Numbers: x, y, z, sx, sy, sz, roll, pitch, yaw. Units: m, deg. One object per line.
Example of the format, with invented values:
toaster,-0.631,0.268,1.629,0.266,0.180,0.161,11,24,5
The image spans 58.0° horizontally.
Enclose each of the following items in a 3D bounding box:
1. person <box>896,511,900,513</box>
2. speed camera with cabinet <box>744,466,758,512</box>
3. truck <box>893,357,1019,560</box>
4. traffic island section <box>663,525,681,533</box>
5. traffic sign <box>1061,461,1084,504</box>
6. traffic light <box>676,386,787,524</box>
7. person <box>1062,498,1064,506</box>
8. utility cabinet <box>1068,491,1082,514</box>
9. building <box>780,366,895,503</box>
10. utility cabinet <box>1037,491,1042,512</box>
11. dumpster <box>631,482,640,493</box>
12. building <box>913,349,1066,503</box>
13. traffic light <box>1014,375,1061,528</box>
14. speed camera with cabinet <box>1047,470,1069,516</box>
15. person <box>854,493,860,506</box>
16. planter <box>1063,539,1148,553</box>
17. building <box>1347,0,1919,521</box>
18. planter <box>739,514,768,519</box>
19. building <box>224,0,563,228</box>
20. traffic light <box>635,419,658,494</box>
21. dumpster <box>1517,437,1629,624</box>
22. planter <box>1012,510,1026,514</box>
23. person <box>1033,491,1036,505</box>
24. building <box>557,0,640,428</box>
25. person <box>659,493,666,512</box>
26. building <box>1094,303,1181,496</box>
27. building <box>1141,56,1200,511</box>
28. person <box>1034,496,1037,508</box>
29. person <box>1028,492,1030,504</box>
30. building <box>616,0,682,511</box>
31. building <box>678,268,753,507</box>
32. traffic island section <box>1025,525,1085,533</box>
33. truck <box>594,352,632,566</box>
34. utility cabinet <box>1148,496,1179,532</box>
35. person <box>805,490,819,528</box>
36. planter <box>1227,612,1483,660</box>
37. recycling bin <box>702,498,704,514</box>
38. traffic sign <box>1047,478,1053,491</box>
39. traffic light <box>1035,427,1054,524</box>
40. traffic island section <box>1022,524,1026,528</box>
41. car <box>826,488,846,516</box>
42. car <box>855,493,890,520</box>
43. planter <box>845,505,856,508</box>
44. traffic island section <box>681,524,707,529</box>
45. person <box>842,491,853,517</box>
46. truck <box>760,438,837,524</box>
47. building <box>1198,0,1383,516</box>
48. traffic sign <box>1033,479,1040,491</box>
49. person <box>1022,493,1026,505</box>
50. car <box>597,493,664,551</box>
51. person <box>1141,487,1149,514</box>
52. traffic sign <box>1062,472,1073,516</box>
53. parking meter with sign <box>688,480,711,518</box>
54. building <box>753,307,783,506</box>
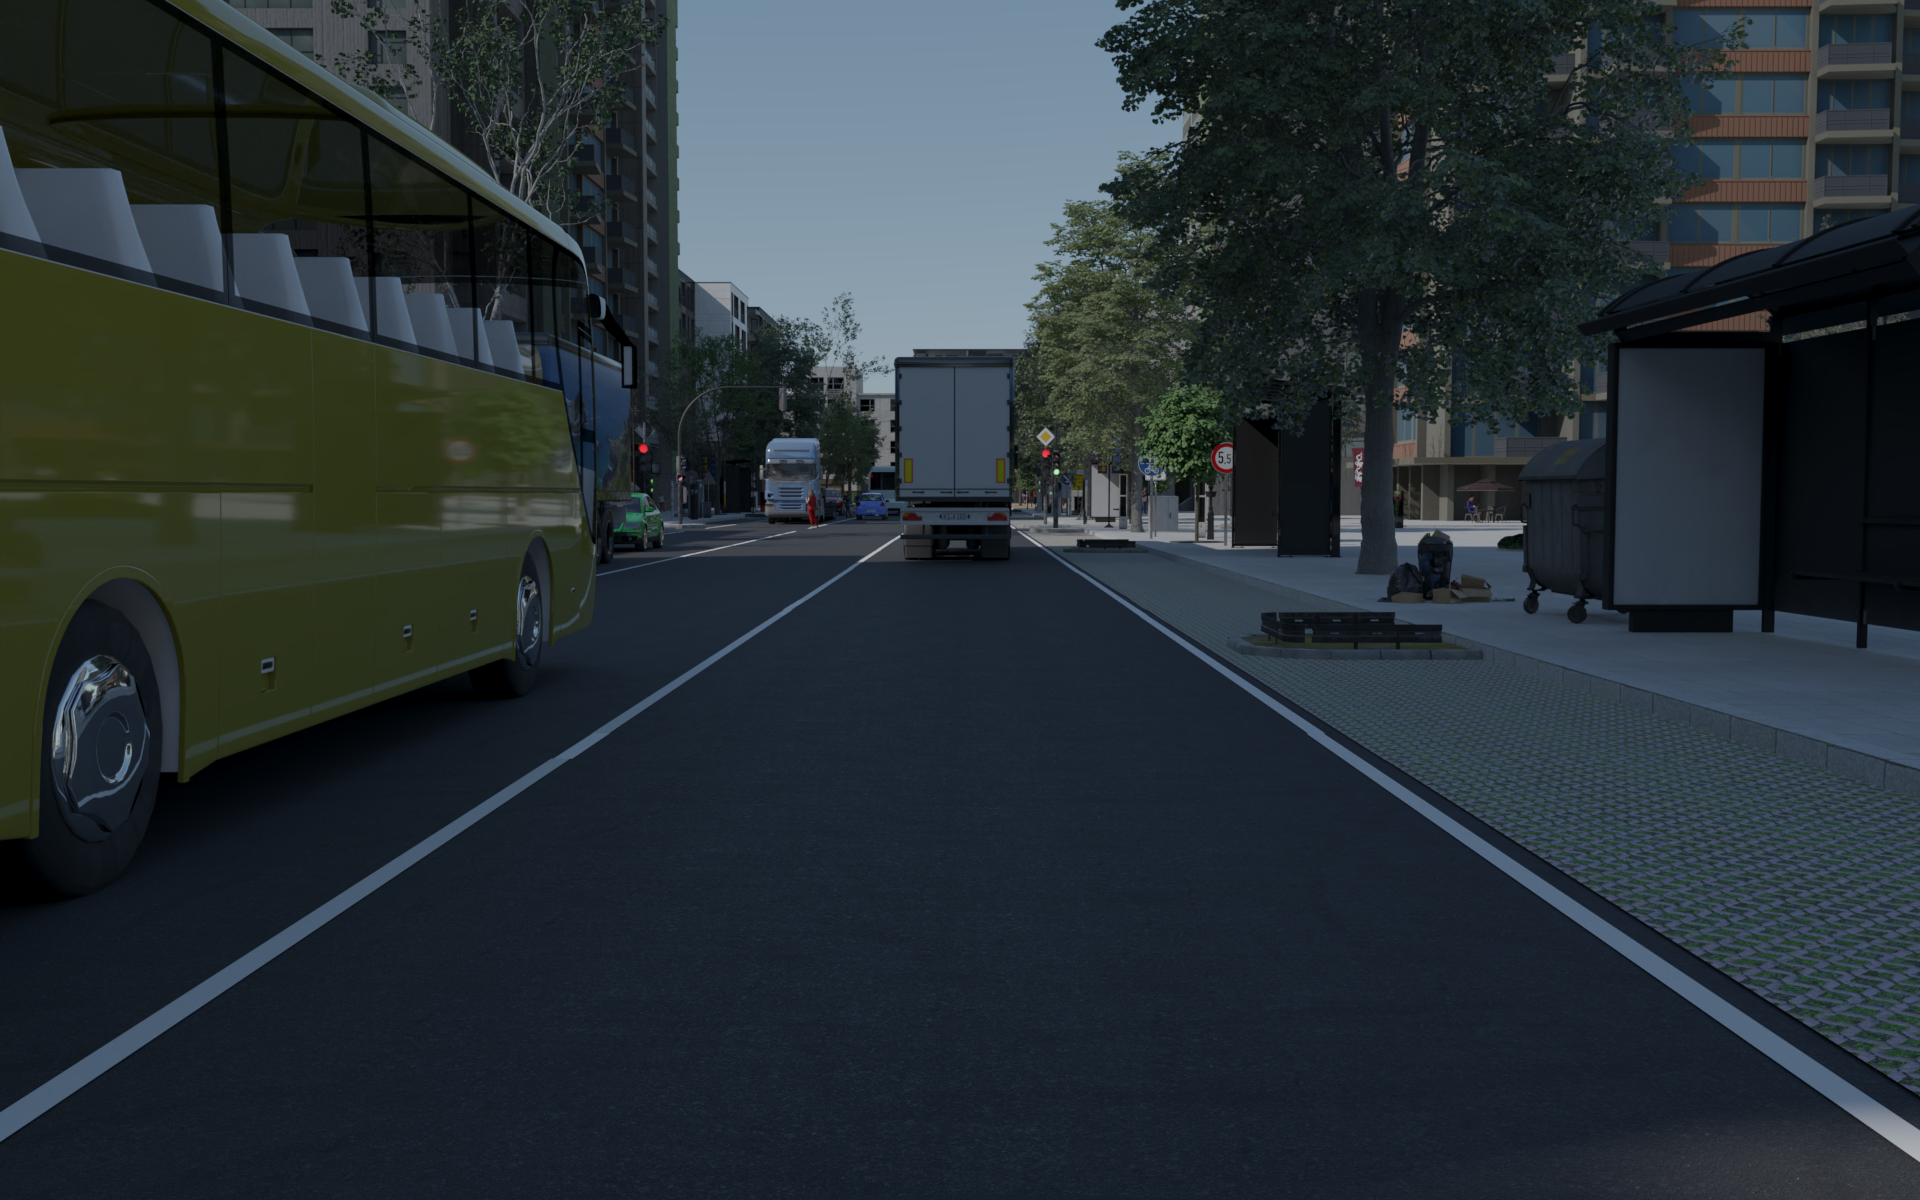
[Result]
person,-4.582,-7.409,129.504,0.599,1.838,0.709,2,4,32
speed camera with cabinet,-15.117,-7.876,123.107,0.660,3.252,2.038,1,4,22
truck,0.017,-3.182,40.935,2.839,4.237,11.283,0,4,1
traffic island section,-11.847,-2.624,65.186,2.009,0.180,2.903,0,3,0
traffic sign,7.020,-6.956,107.605,2.265,3.308,0.079,0,4,1
traffic light,-9.698,-6.018,73.067,4.771,5.953,1.251,0,3,0
person,10.604,-10.631,180.409,0.990,1.755,0.434,2,4,26
utility cabinet,7.470,-6.228,110.507,1.173,1.500,0.318,1,4,9
building,-22.767,-23.354,248.289,31.486,18.905,16.747,0,3,0
utility cabinet,5.530,-6.841,120.533,0.318,1.500,1.173,0,4,7
dumpster,-15.133,-4.404,77.763,1.264,1.857,1.865,0,4,0
building,9.671,-25.083,254.077,32.646,21.610,27.936,0,3,0
traffic light,1.482,-5.519,64.898,4.771,5.953,1.251,0,3,0
speed camera with cabinet,5.804,-6.645,102.974,0.660,3.252,2.038,-2,4,-25
person,-7.684,-7.350,131.372,0.574,1.496,0.600,1,4,22
planter,3.562,-1.325,42.796,1.991,0.319,1.994,0,3,0
building,35.681,-26.652,90.392,28.867,44.769,22.147,0,3,0
planter,-11.457,-4.740,98.638,1.991,0.319,1.994,0,3,0
building,-28.530,-19.284,86.996,14.160,30.474,14.107,0,3,0
traffic light,-11.807,-4.656,65.051,0.839,4.253,0.868,0,3,0
dumpster,6.620,-0.735,17.782,1.264,1.857,1.865,0,3,0
planter,3.732,-6.381,125.476,1.991,0.319,1.994,0,3,0
person,9.156,-12.613,212.207,0.705,1.831,1.348,0,4,-3
building,-32.626,-27.740,108.178,22.147,44.769,28.867,0,3,0
person,-21.546,-7.053,125.263,0.435,1.345,0.340,-2,4,-29
building,21.853,-18.498,168.897,16.747,18.905,31.486,0,3,0
building,30.399,-27.147,135.732,32.217,40.220,23.993,0,3,0
person,6.972,-8.804,153.182,0.799,1.438,0.628,-3,5,-39
person,8.649,-13.034,219.118,0.705,1.831,1.348,0,4,-3
building,-29.177,-27.314,130.175,14.154,41.232,14.086,0,3,0
building,-35.958,-19.617,164.706,27.936,21.610,32.646,0,3,0
traffic island section,3.614,-2.622,65.148,2.009,0.180,2.903,0,3,0
truck,-8.355,-2.659,32.389,2.839,4.237,11.283,0,4,-1
utility cabinet,6.939,-2.930,59.070,1.020,1.237,0.306,-1,4,-21
person,-6.289,-3.881,73.652,0.593,1.614,0.444,-1,4,-10
planter,3.494,0.323,15.853,1.991,0.319,1.994,0,3,0
recycling bin,-15.608,-5.504,102.542,0.722,1.027,0.722,1,4,14
traffic sign,7.326,-8.790,143.728,0.884,2.594,0.081,0,4,2
traffic light,3.591,-5.144,73.020,0.839,4.253,0.868,0,3,0
traffic island section,3.631,-3.110,73.133,2.009,0.180,2.903,0,3,0
car,-8.808,-6.598,116.543,2.281,1.827,5.304,0,4,-1
car,-4.953,-5.386,97.653,1.945,1.707,3.694,0,4,0
planter,-11.287,-9.441,175.492,1.991,0.319,1.994,0,3,0
traffic island section,-11.830,-3.113,73.171,2.009,0.180,2.903,0,3,0
person,-6.838,-5.846,105.948,0.662,1.594,0.647,-1,4,-22
truck,-8.074,-6.105,89.577,2.967,4.110,18.799,0,4,-1
building,21.826,-26.002,108.731,14.154,41.232,14.086,0,3,0
traffic sign,5.798,-7.825,128.042,0.768,2.556,0.104,0,4,0
person,7.865,-12.434,212.566,0.697,1.427,0.421,2,4,35
car,-8.761,-2.191,44.621,1.959,1.807,4.718,0,4,-1
person,11.875,-6.368,110.982,0.431,1.722,0.655,3,4,36
traffic sign,6.263,-6.187,101.264,0.768,2.556,0.104,0,4,2
parking meter with sign,-14.147,-5.887,92.515,1.738,3.016,0.543,1,4,15
building,-38.055,-21.942,202.725,32.646,21.610,27.936,0,3,0
